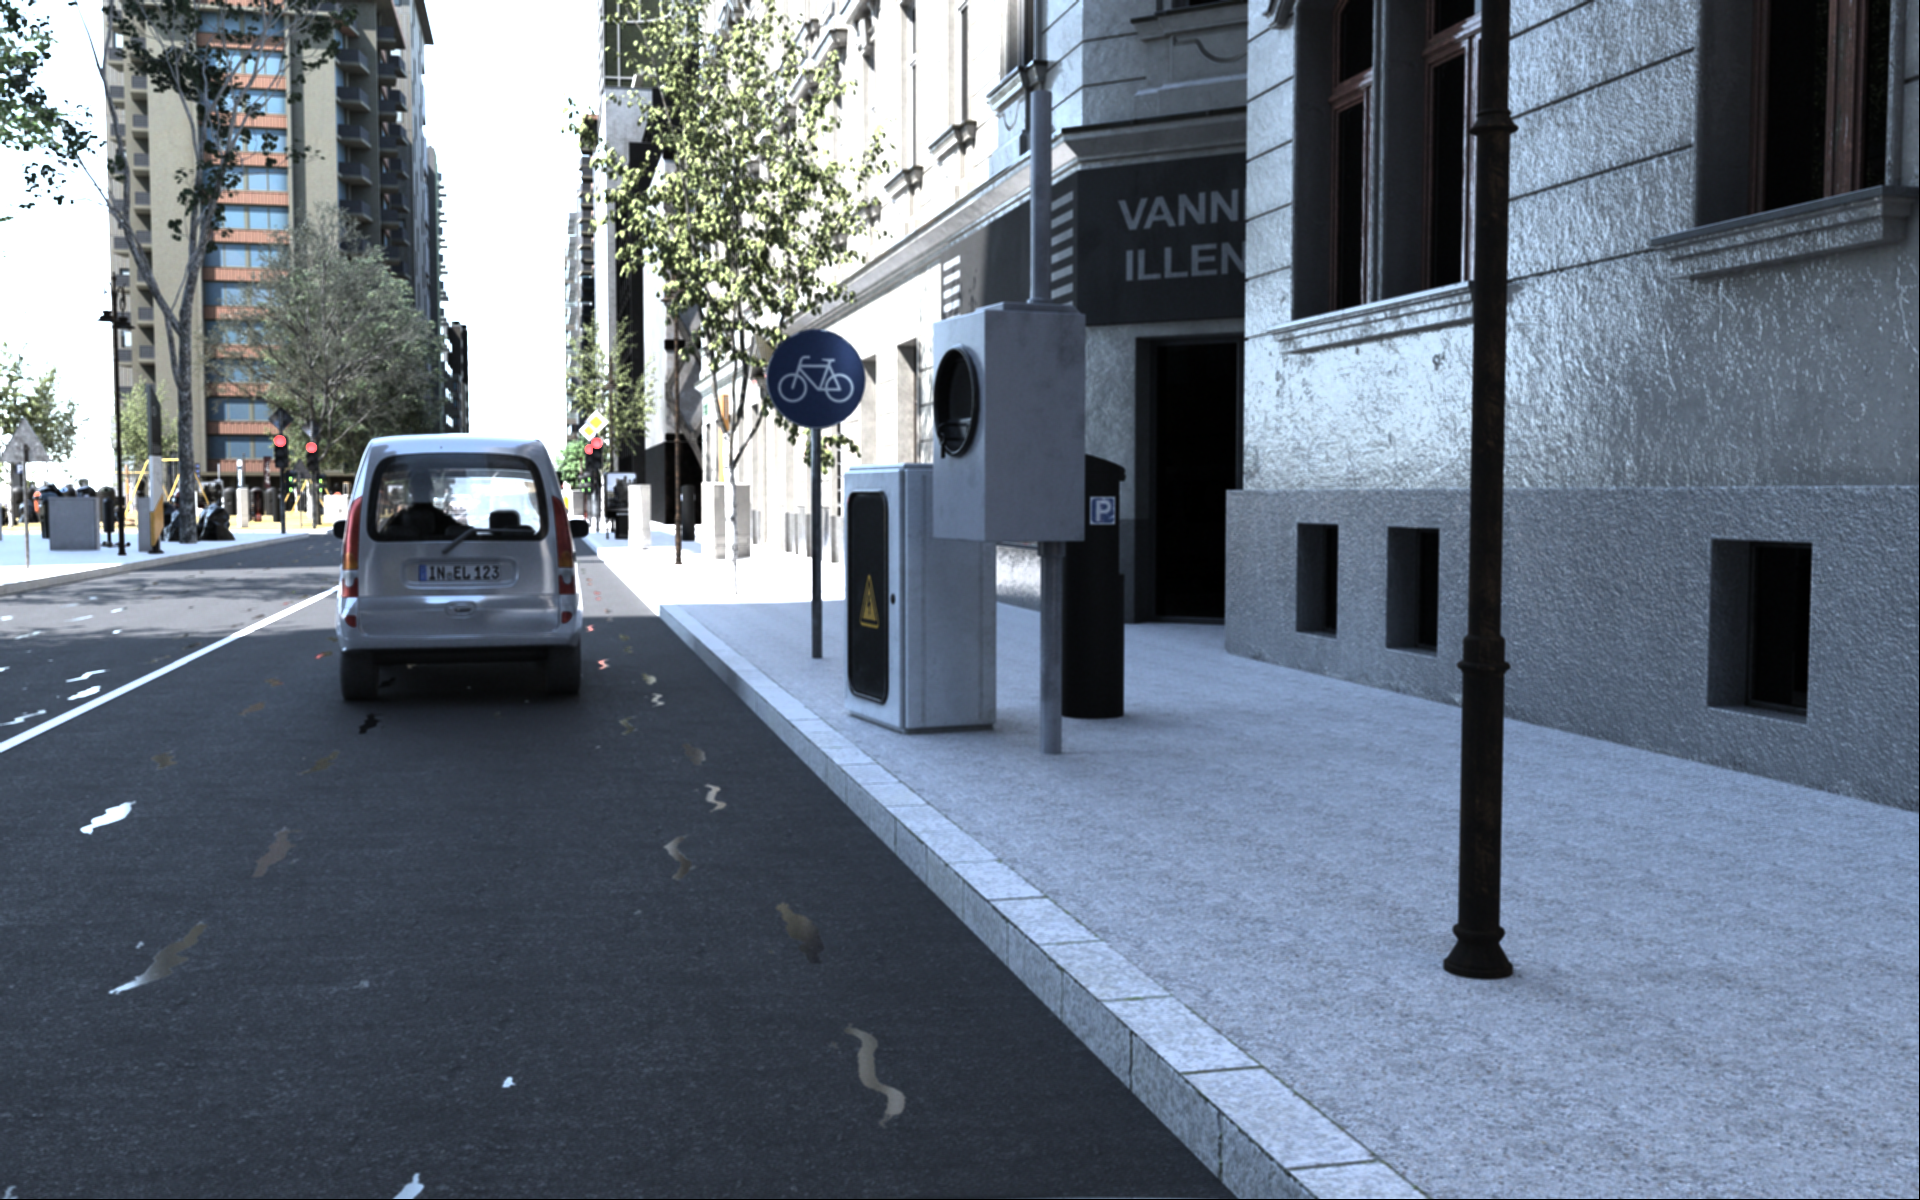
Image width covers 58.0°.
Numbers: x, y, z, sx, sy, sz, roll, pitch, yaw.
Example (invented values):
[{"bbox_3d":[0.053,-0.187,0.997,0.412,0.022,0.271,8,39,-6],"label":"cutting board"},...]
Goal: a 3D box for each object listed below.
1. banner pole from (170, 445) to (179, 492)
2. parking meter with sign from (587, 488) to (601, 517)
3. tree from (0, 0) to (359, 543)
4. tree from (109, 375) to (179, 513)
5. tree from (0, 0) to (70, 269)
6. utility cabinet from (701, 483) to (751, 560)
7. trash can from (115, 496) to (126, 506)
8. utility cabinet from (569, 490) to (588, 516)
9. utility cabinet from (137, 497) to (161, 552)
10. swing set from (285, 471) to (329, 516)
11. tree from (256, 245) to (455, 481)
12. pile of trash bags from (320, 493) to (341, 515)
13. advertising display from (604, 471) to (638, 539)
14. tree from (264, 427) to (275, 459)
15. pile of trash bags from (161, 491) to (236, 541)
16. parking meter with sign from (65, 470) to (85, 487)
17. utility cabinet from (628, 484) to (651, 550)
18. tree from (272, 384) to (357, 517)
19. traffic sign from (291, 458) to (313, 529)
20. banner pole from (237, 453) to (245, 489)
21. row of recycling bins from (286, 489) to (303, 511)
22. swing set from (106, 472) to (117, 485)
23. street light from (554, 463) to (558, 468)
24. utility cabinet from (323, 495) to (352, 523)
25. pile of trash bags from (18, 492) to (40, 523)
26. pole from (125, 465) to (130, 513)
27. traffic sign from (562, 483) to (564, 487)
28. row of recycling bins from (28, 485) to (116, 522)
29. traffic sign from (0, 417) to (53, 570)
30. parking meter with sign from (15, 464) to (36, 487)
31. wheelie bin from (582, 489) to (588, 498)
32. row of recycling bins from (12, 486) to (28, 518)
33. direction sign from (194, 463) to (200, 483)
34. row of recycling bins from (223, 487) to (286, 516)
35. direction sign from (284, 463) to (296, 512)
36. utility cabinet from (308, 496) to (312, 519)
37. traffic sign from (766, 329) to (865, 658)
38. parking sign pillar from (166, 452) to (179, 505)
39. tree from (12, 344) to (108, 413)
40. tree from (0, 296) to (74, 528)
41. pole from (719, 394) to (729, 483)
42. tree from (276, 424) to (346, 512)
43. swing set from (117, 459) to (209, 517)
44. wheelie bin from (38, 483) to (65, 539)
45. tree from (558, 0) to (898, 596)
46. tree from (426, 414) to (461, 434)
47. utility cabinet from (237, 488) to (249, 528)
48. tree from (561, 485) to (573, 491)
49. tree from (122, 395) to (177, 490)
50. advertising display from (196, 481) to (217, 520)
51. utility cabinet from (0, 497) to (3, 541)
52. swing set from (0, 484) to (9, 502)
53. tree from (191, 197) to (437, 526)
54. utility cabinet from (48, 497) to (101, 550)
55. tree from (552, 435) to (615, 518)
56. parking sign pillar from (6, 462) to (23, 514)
[{"bbox_3d":[-41.008,-6.154,90.642,0.401,3.779,0.863,1,4,22],"label":"banner pole"},{"bbox_3d":[-20.475,-6.167,97.096,1.738,3.016,0.543,3,5,44],"label":"parking meter with sign"},{"bbox_3d":[-21.505,-11.574,45.117,12.611,20.169,13.585,0,3,0],"label":"tree"},{"bbox_3d":[-50.561,-9.673,108.514,4.737,8.622,4.395,0,3,0],"label":"tree"},{"bbox_3d":[-15.532,-5.929,22.698,9.928,11.665,9.643,0,3,0],"label":"tree"},{"bbox_3d":[-4.555,-1.542,33.883,0.318,1.500,1.173,2,4,30],"label":"utility cabinet"},{"bbox_3d":[-50.417,-5.643,103.911,0.748,1.137,0.748,0,3,0],"label":"trash can"},{"bbox_3d":[-21.892,-5.546,99.359,0.318,1.500,1.173,2,4,34],"label":"utility cabinet"},{"bbox_3d":[-18.295,-1.707,39.064,0.306,1.237,1.020,-1,4,-14],"label":"utility cabinet"},{"bbox_3d":[-38.375,-6.392,102.133,2.862,2.851,3.119,0,4,-8],"label":"swing set"},{"bbox_3d":[-30.530,-11.058,87.451,9.857,13.997,8.962,0,3,0],"label":"tree"},{"bbox_3d":[-38.415,-5.883,105.937,1.912,1.369,3.447,-2,4,-34],"label":"pile of trash bags"},{"bbox_3d":[-9.659,-2.700,49.362,0.974,1.923,0.123,-2,4,-33],"label":"advertising display"},{"bbox_3d":[-47.546,-10.612,123.875,4.737,8.622,4.395,0,3,0],"label":"tree"},{"bbox_3d":[-21.586,-2.371,48.512,1.912,1.369,3.447,-2,4,-33],"label":"pile of trash bags"},{"bbox_3d":[-63.011,-7.736,122.745,0.543,3.016,1.738,3,5,39],"label":"parking meter with sign"},{"bbox_3d":[-7.360,-1.901,39.761,0.318,1.500,1.173,0,4,0],"label":"utility cabinet"},{"bbox_3d":[-36.386,-8.981,97.206,4.360,8.622,3.978,0,3,0],"label":"tree"},{"bbox_3d":[-23.869,-3.833,62.677,0.884,2.594,0.081,-1,4,-11],"label":"traffic sign"},{"bbox_3d":[-43.988,-7.099,106.085,0.863,3.779,0.401,2,4,28],"label":"banner pole"},{"bbox_3d":[-50.754,-7.605,131.459,1.069,1.692,3.534,1,4,13],"label":"row of recycling bins"},{"bbox_3d":[-59.187,-7.710,123.670,3.119,2.851,2.862,-2,4,-27],"label":"swing set"},{"bbox_3d":[-49.545,-14.694,213.038,0.468,5.910,1.993,-1,4,-14],"label":"street light"},{"bbox_3d":[-27.675,-4.017,76.845,1.020,1.237,0.306,-1,4,-11],"label":"utility cabinet"},{"bbox_3d":[-40.872,-4.111,76.975,1.912,1.369,3.447,-2,4,-27],"label":"pile of trash bags"},{"bbox_3d":[-57.790,-7.731,120.239,0.158,3.312,0.155,0,3,0],"label":"pole"},{"bbox_3d":[-31.023,-8.362,136.729,0.884,2.594,0.081,0,4,-6],"label":"traffic sign"},{"bbox_3d":[-40.884,-4.463,80.084,3.534,1.692,1.069,0,4,-6],"label":"row of recycling bins"},{"bbox_3d":[-15.772,-1.787,29.229,0.884,2.594,0.081,0,4,-6],"label":"traffic sign"},{"bbox_3d":[-54.209,-6.399,100.883,1.738,3.016,0.543,2,4,29],"label":"parking meter with sign"},{"bbox_3d":[-22.987,-5.981,105.701,0.693,1.594,0.980,1,4,20],"label":"wheelie bin"},{"bbox_3d":[-50.479,-5.317,94.046,1.069,1.692,3.534,0,4,-7],"label":"row of recycling bins"},{"bbox_3d":[-56.407,-8.295,127.616,0.876,3.537,0.379,1,4,9],"label":"direction sign"},{"bbox_3d":[-42.417,-5.903,103.622,3.534,1.692,1.069,1,4,9],"label":"row of recycling bins"},{"bbox_3d":[-48.910,-8.214,126.299,0.876,3.537,0.379,-1,4,-9],"label":"direction sign"},{"bbox_3d":[-33.109,-4.730,88.494,0.306,1.237,1.020,-1,4,-15],"label":"utility cabinet"},{"bbox_3d":[-1.119,-0.819,13.496,0.768,2.556,0.104,0,4,-5],"label":"traffic sign"},{"bbox_3d":[-50.840,-7.581,112.420,1.447,3.967,1.447,1,4,17],"label":"parking sign pillar"},{"bbox_3d":[-44.724,-8.265,85.493,4.360,8.622,3.978,0,3,0],"label":"tree"},{"bbox_3d":[-35.712,-7.032,65.339,4.737,8.622,4.395,0,3,0],"label":"tree"},{"bbox_3d":[-4.822,-2.546,35.466,0.158,3.312,0.155,0,3,0],"label":"pole"},{"bbox_3d":[-42.163,-10.004,113.925,4.737,8.622,4.395,0,3,0],"label":"tree"},{"bbox_3d":[-35.536,-4.914,77.963,3.119,2.851,2.862,2,4,32],"label":"swing set"},{"bbox_3d":[-26.275,-2.583,50.135,0.693,1.594,0.980,-3,5,-41],"label":"wheelie bin"},{"bbox_3d":[-2.842,-4.347,21.428,4.737,8.622,4.395,0,3,0],"label":"tree"},{"bbox_3d":[-46.157,-12.471,154.257,4.360,8.622,3.978,0,3,0],"label":"tree"},{"bbox_3d":[-27.160,-3.480,65.574,0.318,1.500,1.173,-2,4,-28],"label":"utility cabinet"},{"bbox_3d":[-42.724,-11.927,189.614,1.663,3.219,1.824,0,3,0],"label":"tree"},{"bbox_3d":[-59.973,-10.886,128.345,4.360,8.622,3.978,0,3,0],"label":"tree"},{"bbox_3d":[-36.255,-4.782,83.400,0.123,1.923,0.974,3,4,39],"label":"advertising display"},{"bbox_3d":[-26.665,-2.210,47.293,0.306,1.237,1.020,1,4,15],"label":"utility cabinet"},{"bbox_3d":[-64.686,-7.239,115.971,2.862,2.851,3.119,-1,4,-21],"label":"swing set"},{"bbox_3d":[-26.319,-9.820,70.921,12.009,13.543,11.850,0,3,0],"label":"tree"},{"bbox_3d":[-20.290,-1.745,39.692,1.020,1.237,0.306,0,4,-7],"label":"utility cabinet"},{"bbox_3d":[-20.202,-6.681,92.944,4.285,4.588,4.351,0,3,0],"label":"tree"},{"bbox_3d":[-58.711,-7.310,107.995,1.447,3.967,1.447,3,4,37],"label":"parking sign pillar"}]
